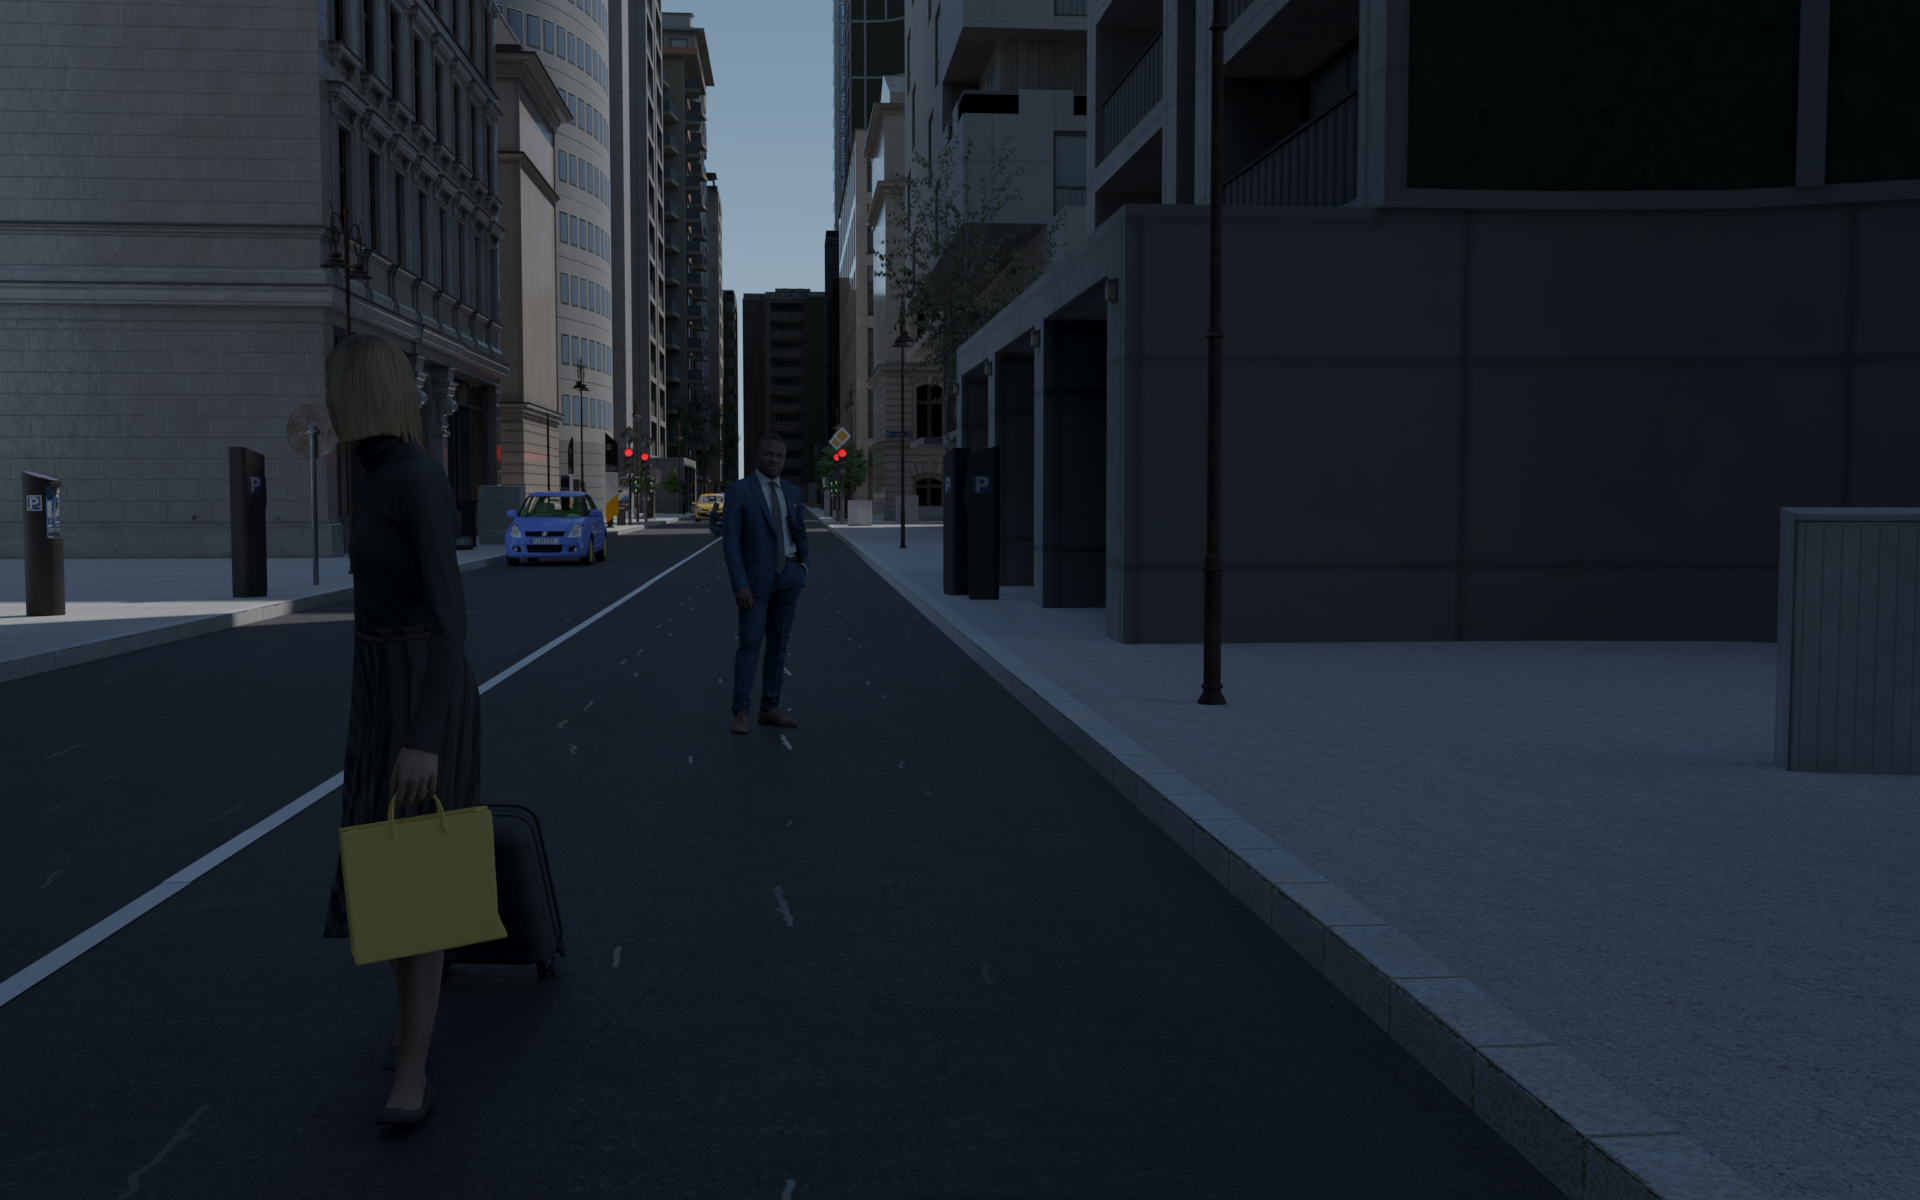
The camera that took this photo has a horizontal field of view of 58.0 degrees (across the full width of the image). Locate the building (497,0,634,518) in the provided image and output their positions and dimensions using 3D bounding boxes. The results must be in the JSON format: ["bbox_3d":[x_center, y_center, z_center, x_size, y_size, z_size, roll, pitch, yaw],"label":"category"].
[{"bbox_3d":[-29.371,-33.579,91.008,21.231,58.520,28.212,0,4,-6],"label":"building"}]

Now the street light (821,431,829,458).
[{"bbox_3d":[-9.510,-9.236,123.799,0.468,5.910,1.993,0,4,-6],"label":"street light"}]

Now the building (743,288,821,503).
[{"bbox_3d":[-23.845,-29.034,246.400,14.107,30.474,14.160,0,4,-6],"label":"building"}]

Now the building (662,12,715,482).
[{"bbox_3d":[-42.333,-37.017,194.474,28.713,52.752,27.495,0,4,-6],"label":"building"}]

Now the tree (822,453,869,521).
[{"bbox_3d":[-5.372,-5.363,82.279,1.663,3.219,1.824,0,3,0],"label":"tree"}]

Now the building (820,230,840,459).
[{"bbox_3d":[-7.943,-25.688,191.701,14.160,30.474,14.107,0,4,-6],"label":"building"}]

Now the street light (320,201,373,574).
[{"bbox_3d":[-9.762,-3.359,27.707,0.468,5.910,1.993,0,4,-6],"label":"street light"}]

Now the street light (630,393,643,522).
[{"bbox_3d":[-14.839,-6.531,79.577,0.468,5.910,1.993,0,4,-6],"label":"street light"}]

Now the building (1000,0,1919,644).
[{"bbox_3d":[11.100,-35.465,18.112,20.563,71.187,20.611,0,4,-6],"label":"building"}]

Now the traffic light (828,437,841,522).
[{"bbox_3d":[-5.705,-5.579,80.145,0.839,4.253,0.868,0,4,-6],"label":"traffic light"}]

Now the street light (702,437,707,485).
[{"bbox_3d":[-20.821,-10.282,140.900,0.468,5.910,1.993,0,4,-6],"label":"street light"}]

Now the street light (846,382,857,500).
[{"bbox_3d":[-4.466,-6.024,71.276,0.468,5.910,1.993,0,4,-6],"label":"street light"}]

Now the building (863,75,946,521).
[{"bbox_3d":[12.727,-16.481,88.553,34.723,24.649,14.460,0,4,-6],"label":"building"}]

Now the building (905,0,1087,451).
[{"bbox_3d":[12.363,-28.664,57.901,28.713,52.752,27.495,0,4,-6],"label":"building"}]

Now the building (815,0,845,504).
[{"bbox_3d":[-6.593,-55.089,213.381,22.319,86.520,31.000,0,4,-6],"label":"building"}]

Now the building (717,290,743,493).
[{"bbox_3d":[-38.370,-28.899,244.193,14.107,30.474,14.160,0,4,-6],"label":"building"}]

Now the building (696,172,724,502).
[{"bbox_3d":[-37.309,-32.854,220.761,14.086,41.232,14.154,0,4,-6],"label":"building"}]

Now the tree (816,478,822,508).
[{"bbox_3d":[-8.491,-7.341,114.625,1.663,3.219,1.824,0,3,0],"label":"tree"}]

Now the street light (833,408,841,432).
[{"bbox_3d":[-6.613,-7.364,93.191,0.468,5.910,1.993,0,4,-6],"label":"street light"}]

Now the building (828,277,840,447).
[{"bbox_3d":[-4.870,-19.415,147.118,12.332,23.373,15.834,0,4,-6],"label":"building"}]

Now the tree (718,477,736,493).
[{"bbox_3d":[-26.419,-12.237,194.682,1.663,3.219,1.824,0,3,0],"label":"tree"}]

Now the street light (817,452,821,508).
[{"bbox_3d":[-12.450,-11.093,154.152,0.468,5.910,1.993,0,4,-6],"label":"street light"}]

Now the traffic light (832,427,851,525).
[{"bbox_3d":[-4.925,-5.093,72.198,0.839,4.253,0.868,0,4,-6],"label":"traffic light"}]

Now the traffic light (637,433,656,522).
[{"bbox_3d":[-14.373,-5.527,79.282,0.839,4.253,0.868,0,4,-6],"label":"traffic light"}]

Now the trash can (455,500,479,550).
[{"bbox_3d":[-11.428,-1.721,39.793,0.748,1.137,0.748,0,3,0],"label":"trash can"}]

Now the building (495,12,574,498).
[{"bbox_3d":[-24.501,-12.160,63.442,19.286,19.102,10.561,0,4,-6],"label":"building"}]

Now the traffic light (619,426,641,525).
[{"bbox_3d":[-13.593,-5.041,71.335,0.839,4.253,0.868,0,4,-6],"label":"traffic light"}]

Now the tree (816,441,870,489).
[{"bbox_3d":[-6.781,-7.182,101.140,4.285,4.588,4.351,0,3,0],"label":"tree"}]

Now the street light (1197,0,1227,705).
[{"bbox_3d":[1.543,-2.302,10.432,0.468,5.910,1.993,0,4,-6],"label":"street light"}]

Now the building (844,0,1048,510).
[{"bbox_3d":[-3.202,-44.970,173.512,20.563,71.187,20.611,0,4,-6],"label":"building"}]

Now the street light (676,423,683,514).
[{"bbox_3d":[-17.897,-8.426,110.545,0.468,5.910,1.993,0,4,-6],"label":"street light"}]

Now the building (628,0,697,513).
[{"bbox_3d":[-29.659,-41.902,123.349,20.563,71.187,20.611,0,4,-6],"label":"building"}]

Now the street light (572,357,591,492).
[{"bbox_3d":[-12.798,-5.249,58.613,0.468,5.910,1.993,0,4,-6],"label":"street light"}]

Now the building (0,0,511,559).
[{"bbox_3d":[-17.097,-11.255,34.933,10.553,20.767,40.483,0,4,-6],"label":"building"}]

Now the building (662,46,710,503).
[{"bbox_3d":[-35.744,-31.333,166.920,22.147,44.769,28.867,0,4,-6],"label":"building"}]

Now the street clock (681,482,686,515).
[{"bbox_3d":[-17.160,-6.301,107.588,0.358,2.002,0.471,-1,4,-19],"label":"street clock"}]

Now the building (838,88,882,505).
[{"bbox_3d":[1.599,-19.454,122.591,19.350,26.468,34.151,0,4,-6],"label":"building"}]

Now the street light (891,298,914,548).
[{"bbox_3d":[-1.350,-4.159,40.790,0.468,5.910,1.993,0,4,-6],"label":"street light"}]
